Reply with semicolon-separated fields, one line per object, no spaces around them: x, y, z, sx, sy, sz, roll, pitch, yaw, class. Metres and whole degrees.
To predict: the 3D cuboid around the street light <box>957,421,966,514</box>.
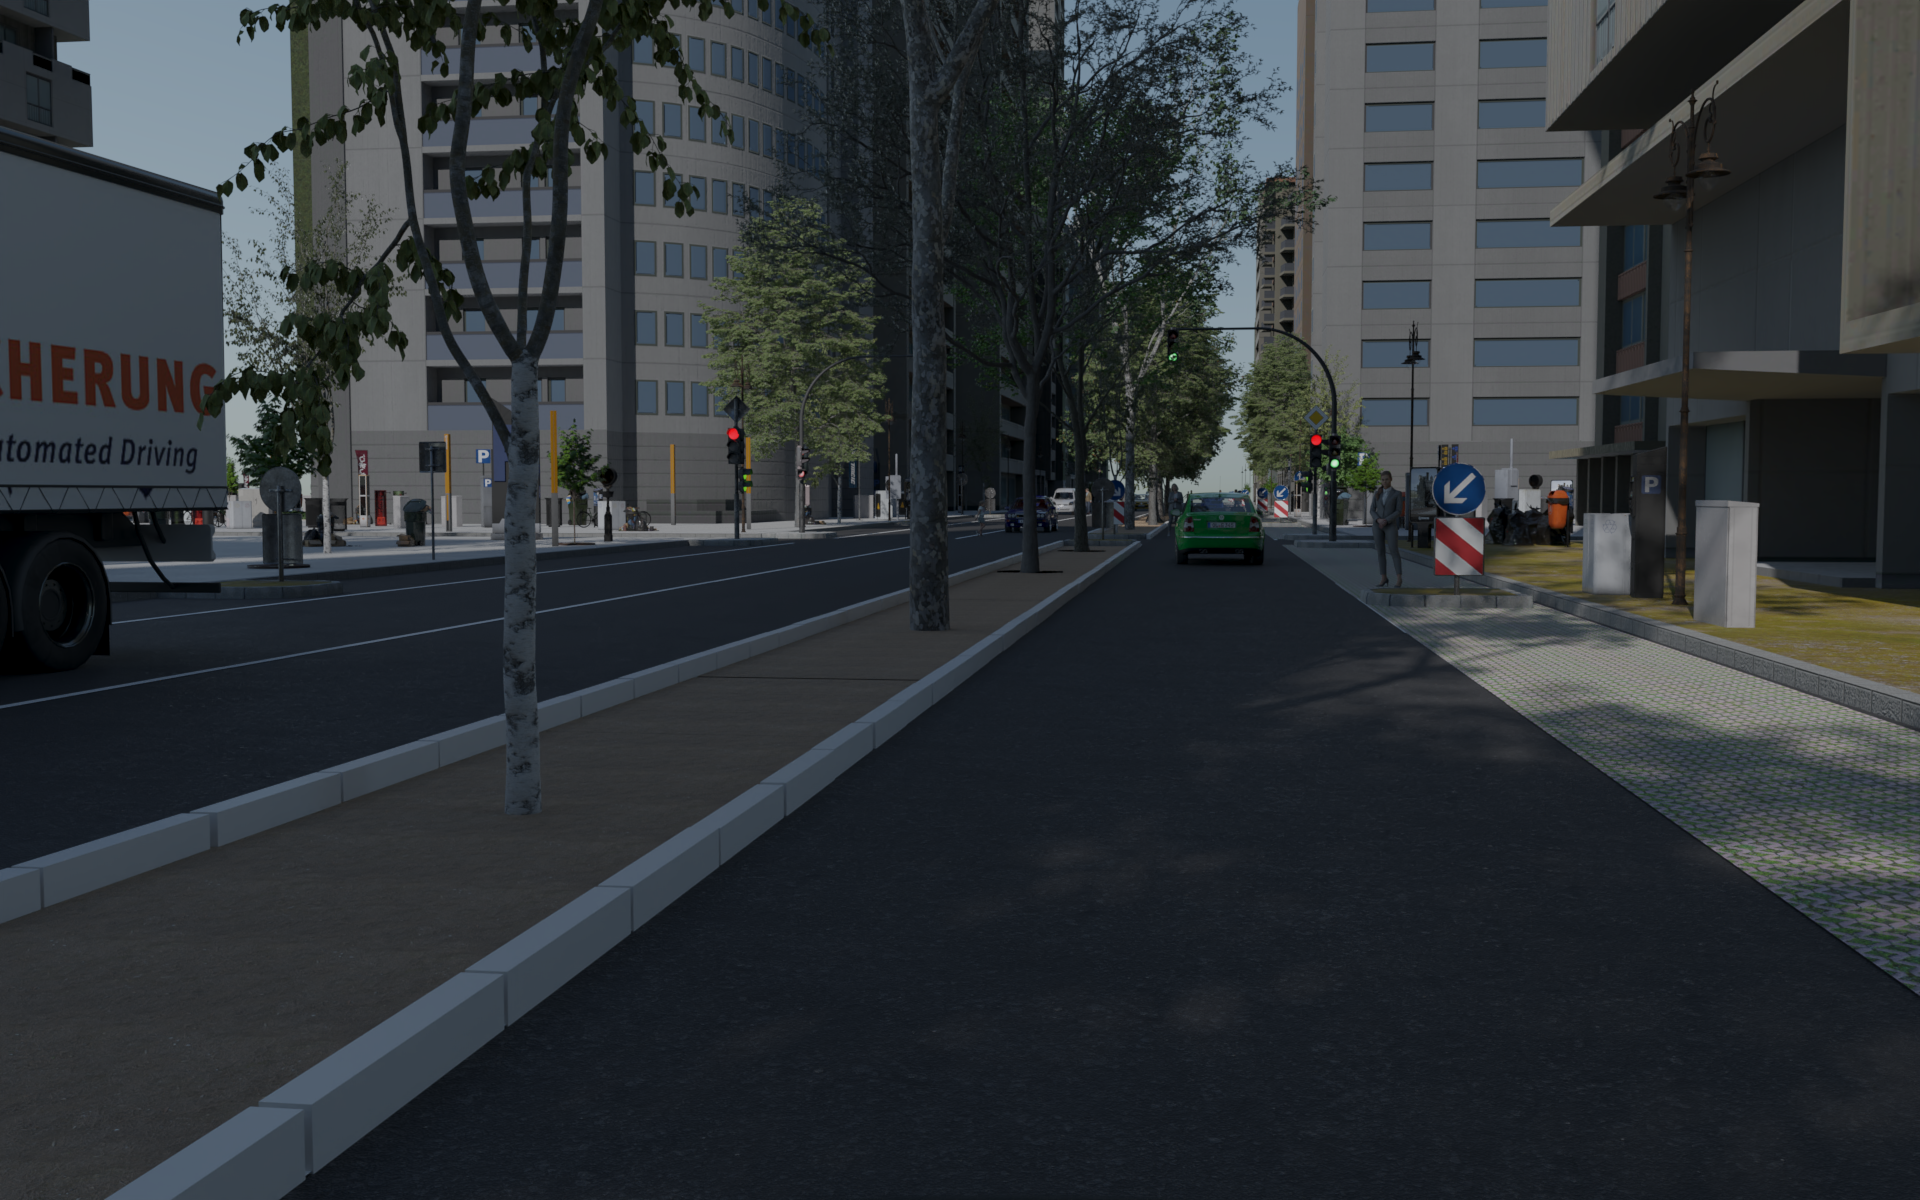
0.165;-8.333;109.025;0.468;5.910;1.993;1;4;8;street light

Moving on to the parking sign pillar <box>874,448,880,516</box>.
-4.970;-6.919;101.601;1.447;3.967;1.447;-1;4;-10;parking sign pillar

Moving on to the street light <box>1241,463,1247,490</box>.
43.023;-17.632;261.068;0.468;5.910;1.993;1;4;8;street light

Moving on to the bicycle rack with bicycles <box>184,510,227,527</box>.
-28.681;-3.331;67.839;2.925;0.926;2.852;3;5;41;bicycle rack with bicycles

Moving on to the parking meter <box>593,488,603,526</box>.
-14.379;-3.698;68.867;0.372;1.533;0.369;0;3;0;parking meter

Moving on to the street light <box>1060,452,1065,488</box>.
10.918;-12.927;184.136;0.468;5.910;1.993;1;4;8;street light

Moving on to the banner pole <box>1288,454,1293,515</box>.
20.676;-7.257;108.672;0.401;3.779;0.863;0;4;-4;banner pole

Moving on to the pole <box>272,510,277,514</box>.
-26.287;-4.434;66.340;0.158;3.312;0.155;0;3;0;pole

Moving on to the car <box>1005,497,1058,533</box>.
2.723;-3.254;65.789;1.945;1.354;3.894;1;4;9;car

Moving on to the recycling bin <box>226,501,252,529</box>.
-26.620;-3.144;63.951;0.722;1.027;0.722;-3;5;-40;recycling bin

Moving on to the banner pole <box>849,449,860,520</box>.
-5.086;-5.769;84.348;0.863;3.779;0.401;-3;5;-40;banner pole

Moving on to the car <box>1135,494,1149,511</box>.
15.748;-8.490;149.037;2.015;1.641;3.980;1;4;10;car

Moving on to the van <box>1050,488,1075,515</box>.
7.258;-6.900;119.819;2.013;2.044;4.112;1;4;9;van

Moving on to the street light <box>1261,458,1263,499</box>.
31.180;-12.595;178.708;0.468;5.910;1.993;1;4;8;street light

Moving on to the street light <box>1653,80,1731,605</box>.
8.360;-2.884;19.937;0.468;5.910;1.993;1;4;8;street light

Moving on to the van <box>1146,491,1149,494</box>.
22.675;-12.116;205.102;2.013;2.044;4.112;0;4;7;van

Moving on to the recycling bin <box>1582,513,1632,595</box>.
8.459;-0.595;22.285;0.722;1.027;0.722;0;4;8;recycling bin

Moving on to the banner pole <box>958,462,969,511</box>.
0.247;-8.700;132.268;0.863;3.779;0.401;1;4;17;banner pole

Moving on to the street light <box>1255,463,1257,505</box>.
34.780;-14.137;203.934;0.468;5.910;1.993;1;4;8;street light

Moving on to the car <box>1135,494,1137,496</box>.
20.382;-12.048;205.785;1.959;1.807;4.718;1;4;9;car

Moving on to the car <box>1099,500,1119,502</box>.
15.400;-10.170;178.634;2.083;1.381;4.827;1;4;10;car

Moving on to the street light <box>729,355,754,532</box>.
-7.239;-5.196;57.737;0.468;5.910;1.993;1;4;8;street light

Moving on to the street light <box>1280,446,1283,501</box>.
23.964;-9.529;128.592;0.468;5.910;1.993;1;4;8;street light

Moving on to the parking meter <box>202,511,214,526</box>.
-27.623;-3.375;63.589;0.372;1.533;0.369;0;3;0;parking meter

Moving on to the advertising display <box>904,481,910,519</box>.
-2.581;-5.070;88.112;0.123;1.923;0.974;2;4;24;advertising display

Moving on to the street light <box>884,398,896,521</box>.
-3.402;-6.762;83.338;0.468;5.910;1.993;1;4;8;street light

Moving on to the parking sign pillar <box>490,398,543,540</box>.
-12.472;-3.680;48.642;1.447;3.967;1.447;0;4;-7;parking sign pillar

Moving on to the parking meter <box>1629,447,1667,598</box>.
8.488;-0.960;21.399;0.399;1.863;0.255;1;4;10;parking meter

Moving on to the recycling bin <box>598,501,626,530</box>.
-12.429;-3.014;61.832;0.722;1.027;0.722;3;4;37;recycling bin

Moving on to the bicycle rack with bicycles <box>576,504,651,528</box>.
-13.122;-3.215;65.955;2.925;0.926;2.852;-1;4;-16;bicycle rack with bicycles

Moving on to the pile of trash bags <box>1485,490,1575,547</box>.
14.398;-2.047;43.225;1.912;1.369;3.447;0;4;-2;pile of trash bags

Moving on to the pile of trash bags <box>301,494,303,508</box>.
-38.352;-5.768;104.054;3.447;1.369;1.912;-3;5;-42;pile of trash bags

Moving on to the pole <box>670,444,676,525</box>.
-11.797;-4.733;71.228;0.158;3.312;0.155;0;3;0;pole

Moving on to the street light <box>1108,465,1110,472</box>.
22.929;-17.954;266.339;0.468;5.910;1.993;1;4;8;street light

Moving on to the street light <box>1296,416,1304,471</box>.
20.207;-7.963;102.980;0.468;5.910;1.993;1;4;8;street light

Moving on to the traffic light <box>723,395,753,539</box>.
-6.346;-3.693;49.295;0.839;4.253;0.868;1;4;8;traffic light

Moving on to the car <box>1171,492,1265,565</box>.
5.449;-1.703;36.644;1.959;1.807;4.718;0;4;6;car

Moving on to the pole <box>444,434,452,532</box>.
-17.393;-3.977;58.865;0.158;3.312;0.155;0;3;0;pole

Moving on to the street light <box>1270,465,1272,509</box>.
27.514;-11.022;153.001;0.468;5.910;1.993;1;4;8;street light

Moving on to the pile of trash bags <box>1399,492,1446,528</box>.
17.133;-3.356;64.626;1.912;1.369;3.447;3;4;36;pile of trash bags

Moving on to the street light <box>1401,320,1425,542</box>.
12.080;-4.496;46.298;0.468;5.910;1.993;1;4;8;street light

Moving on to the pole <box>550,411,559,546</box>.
-9.933;-2.971;42.416;0.158;3.312;0.155;0;3;0;pole

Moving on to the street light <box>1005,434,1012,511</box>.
3.717;-9.830;133.509;0.468;5.910;1.993;1;4;8;street light

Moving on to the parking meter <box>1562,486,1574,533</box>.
19.815;-2.940;56.481;0.372;1.533;0.369;0;3;0;parking meter

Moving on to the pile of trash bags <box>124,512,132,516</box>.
-53.017;-6.246;111.871;3.447;1.369;1.912;-1;4;-21;pile of trash bags

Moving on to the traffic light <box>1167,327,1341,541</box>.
8.015;-4.430;47.106;4.771;5.953;1.251;1;4;8;traffic light

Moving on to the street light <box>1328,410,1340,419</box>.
16.590;-6.374;77.008;0.468;5.910;1.993;1;4;8;street light

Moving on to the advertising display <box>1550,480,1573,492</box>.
27.148;-4.461;78.157;0.974;1.923;0.123;2;4;33;advertising display

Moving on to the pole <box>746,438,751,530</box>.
-7.641;-4.205;62.598;0.158;3.312;0.155;0;3;0;pole

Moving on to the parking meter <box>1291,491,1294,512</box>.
23.929;-7.084;124.239;0.372;1.533;0.369;0;3;0;parking meter

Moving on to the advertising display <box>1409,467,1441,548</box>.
10.998;-2.187;40.968;0.123;1.923;0.974;-2;4;-27;advertising display

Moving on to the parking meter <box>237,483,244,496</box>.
-37.671;-5.199;90.713;0.255;1.863;0.399;0;4;0;parking meter

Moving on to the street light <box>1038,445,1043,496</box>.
7.349;-11.373;158.730;0.468;5.910;1.993;1;4;8;street light
